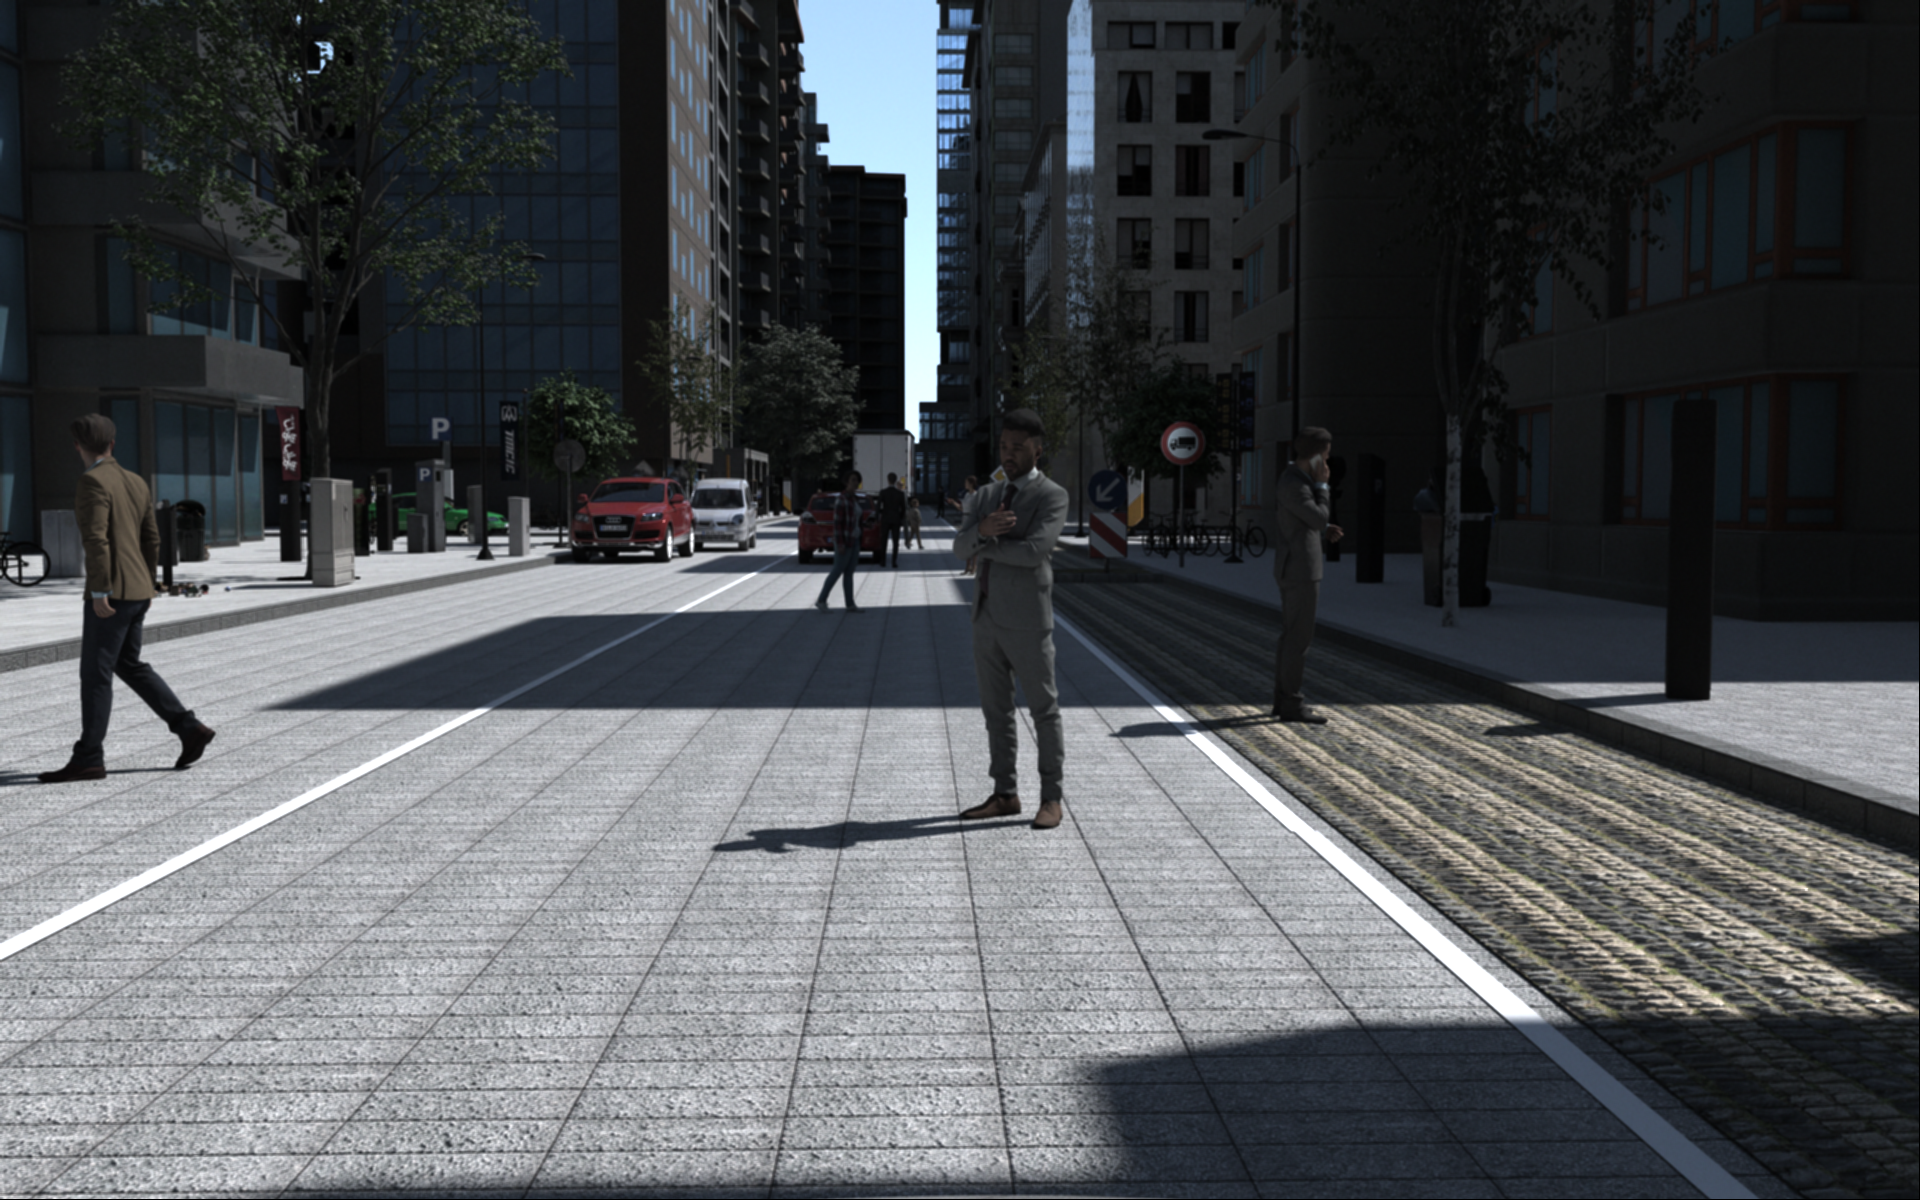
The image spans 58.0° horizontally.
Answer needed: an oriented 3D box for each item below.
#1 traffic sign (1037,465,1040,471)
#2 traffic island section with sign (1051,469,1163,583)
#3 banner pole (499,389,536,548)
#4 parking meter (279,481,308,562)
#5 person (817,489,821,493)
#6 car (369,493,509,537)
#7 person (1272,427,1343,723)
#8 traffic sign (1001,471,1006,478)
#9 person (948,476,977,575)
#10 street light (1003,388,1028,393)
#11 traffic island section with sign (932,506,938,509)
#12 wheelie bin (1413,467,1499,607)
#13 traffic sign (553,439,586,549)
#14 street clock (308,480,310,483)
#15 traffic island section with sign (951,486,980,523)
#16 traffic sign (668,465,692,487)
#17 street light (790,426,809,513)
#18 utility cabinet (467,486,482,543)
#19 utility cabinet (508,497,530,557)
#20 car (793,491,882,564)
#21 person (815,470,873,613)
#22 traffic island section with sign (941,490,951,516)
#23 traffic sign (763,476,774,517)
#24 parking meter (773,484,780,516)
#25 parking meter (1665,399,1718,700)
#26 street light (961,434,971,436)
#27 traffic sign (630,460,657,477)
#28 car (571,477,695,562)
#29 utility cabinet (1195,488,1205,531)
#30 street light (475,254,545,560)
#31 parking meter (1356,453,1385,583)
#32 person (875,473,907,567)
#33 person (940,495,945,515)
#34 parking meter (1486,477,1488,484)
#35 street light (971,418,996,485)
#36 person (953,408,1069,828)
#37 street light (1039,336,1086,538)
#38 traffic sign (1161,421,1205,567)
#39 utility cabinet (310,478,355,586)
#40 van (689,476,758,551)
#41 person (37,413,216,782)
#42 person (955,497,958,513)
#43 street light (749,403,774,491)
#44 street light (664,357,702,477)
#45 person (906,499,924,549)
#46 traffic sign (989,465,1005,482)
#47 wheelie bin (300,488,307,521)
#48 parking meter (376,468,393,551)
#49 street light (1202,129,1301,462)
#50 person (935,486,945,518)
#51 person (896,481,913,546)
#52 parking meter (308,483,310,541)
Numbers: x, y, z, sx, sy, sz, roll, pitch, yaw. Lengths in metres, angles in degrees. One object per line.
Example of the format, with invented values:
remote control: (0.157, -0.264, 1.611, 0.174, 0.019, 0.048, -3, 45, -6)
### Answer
traffic sign: (2.815, -4.237, 69.381, 0.768, 2.556, 0.104, 0, 3, 0)
traffic island section with sign: (2.249, -1.224, 28.638, 1.989, 1.847, 2.006, 0, 4, -2)
banner pole: (-10.531, -3.126, 41.131, 0.863, 3.779, 0.401, -2, 4, -35)
parking meter: (-12.727, -1.498, 32.909, 0.372, 1.533, 0.369, 0, 3, 0)
person: (-10.208, -7.168, 125.883, 0.537, 1.800, 0.526, 1, 4, 12)
car: (-16.252, -2.711, 53.113, 4.718, 1.807, 1.959, 0, 4, -2)
person: (2.198, -0.161, 10.938, 0.447, 1.846, 0.655, 0, 4, 2)
traffic sign: (1.607, -2.902, 51.084, 0.795, 2.450, 0.064, 0, 4, -2)
person: (0.099, -1.320, 30.647, 0.524, 1.755, 0.480, -2, 4, -32)
street light: (2.486, -6.308, 75.678, 1.470, 5.913, 1.316, 0, 4, -2)
traffic island section with sign: (-1.362, -9.311, 160.861, 1.989, 1.847, 2.006, 0, 4, -2)
wheelie bin: (5.652, -0.732, 19.878, 0.980, 1.594, 0.693, -1, 4, -9)
traffic sign: (-9.114, -2.465, 40.403, 0.768, 2.556, 0.104, 0, 4, 3)
street clock: (-31.951, -4.952, 85.530, 0.471, 2.002, 0.358, 2, 4, 35)
traffic island section with sign: (0.718, -4.671, 84.991, 1.989, 1.847, 2.006, 0, 4, -2)
traffic sign: (-9.502, -3.373, 58.790, 0.795, 2.450, 0.064, 0, 4, -2)
street light: (-10.943, -8.863, 117.444, 1.470, 5.913, 1.316, 0, 4, -2)
utility cabinet: (-12.577, -2.223, 45.019, 0.318, 1.500, 1.173, -2, 4, -24)
utility cabinet: (-9.147, -1.518, 35.984, 0.306, 1.237, 1.020, 0, 4, -5)
car: (-2.531, -1.721, 37.172, 2.155, 1.783, 4.494, 0, 4, -3)
person: (-1.396, -0.711, 20.961, 0.643, 1.720, 0.563, 1, 4, 22)
traffic island section with sign: (-0.024, -6.319, 111.936, 1.989, 1.847, 2.006, 0, 4, -2)
traffic sign: (-10.648, -5.758, 96.275, 0.606, 2.300, 0.079, 0, 4, 7)
parking meter: (-10.778, -5.873, 101.734, 0.255, 1.863, 0.399, -3, 4, -38)
parking meter: (4.612, -0.319, 10.928, 0.255, 1.863, 0.399, 1, 4, 20)
street light: (0.789, -9.887, 134.188, 1.470, 5.913, 1.316, 0, 4, -2)
traffic sign: (-9.284, -2.885, 50.808, 0.795, 2.450, 0.064, 0, 4, -2)
car: (-7.096, -1.792, 37.974, 2.281, 1.827, 5.304, 0, 4, 0)
utility cabinet: (8.194, -3.085, 59.126, 0.318, 1.500, 1.173, 0, 4, 6)
street light: (-8.718, -3.735, 33.616, 1.470, 5.913, 1.316, 0, 4, -2)
parking meter: (5.944, -1.183, 25.057, 0.399, 1.863, 0.255, -3, 5, -43)
person: (-1.383, -1.569, 33.930, 0.659, 1.850, 0.755, -1, 4, -11)
person: (-1.240, -6.522, 115.227, 0.391, 1.810, 0.635, -3, 5, -42)
parking meter: (6.757, -0.883, 22.855, 0.372, 1.533, 0.369, 0, 3, 0)
street light: (1.597, -8.122, 105.343, 1.470, 5.913, 1.316, 0, 4, -2)
person: (0.209, 0.071, 7.525, 0.511, 1.800, 0.466, 2, 4, 26)
street light: (3.030, -4.803, 51.073, 1.470, 5.913, 1.316, 0, 4, -2)
traffic sign: (3.885, -1.845, 30.265, 0.768, 2.556, 0.104, 0, 4, 3)
utility cabinet: (-8.780, -0.955, 24.285, 0.318, 1.500, 1.173, 0, 4, -6)
van: (-6.184, -2.300, 44.620, 2.013, 2.044, 4.112, 0, 4, -3)
person: (-4.278, -0.027, 8.845, 0.836, 1.842, 0.656, -2, 4, -32)
person: (-0.189, -7.013, 127.851, 0.352, 1.250, 0.332, 0, 4, 6)
street light: (-10.129, -7.059, 87.951, 1.470, 5.913, 1.316, 0, 4, -2)
street light: (-9.416, -5.264, 58.610, 1.470, 5.913, 1.316, 0, 4, -2)
person: (-1.191, -1.966, 44.919, 0.475, 1.303, 0.640, 2, 4, 35)
traffic sign: (1.389, -3.390, 59.066, 0.795, 2.450, 0.064, 0, 4, -2)
wheelie bin: (-31.627, -4.610, 83.286, 0.693, 1.594, 0.980, -1, 4, -18)
parking meter: (-12.945, -2.032, 38.941, 0.255, 1.863, 0.399, 0, 3, 0)
street light: (3.776, -3.039, 22.227, 1.470, 5.913, 1.316, 0, 4, -2)
person: (-1.179, -5.834, 103.241, 0.474, 1.900, 0.648, -2, 4, -30)
person: (-1.589, -2.396, 47.852, 0.661, 1.801, 0.590, -3, 5, -40)
parking meter: (-14.722, -1.904, 39.546, 0.372, 1.533, 0.369, 0, 3, 0)
